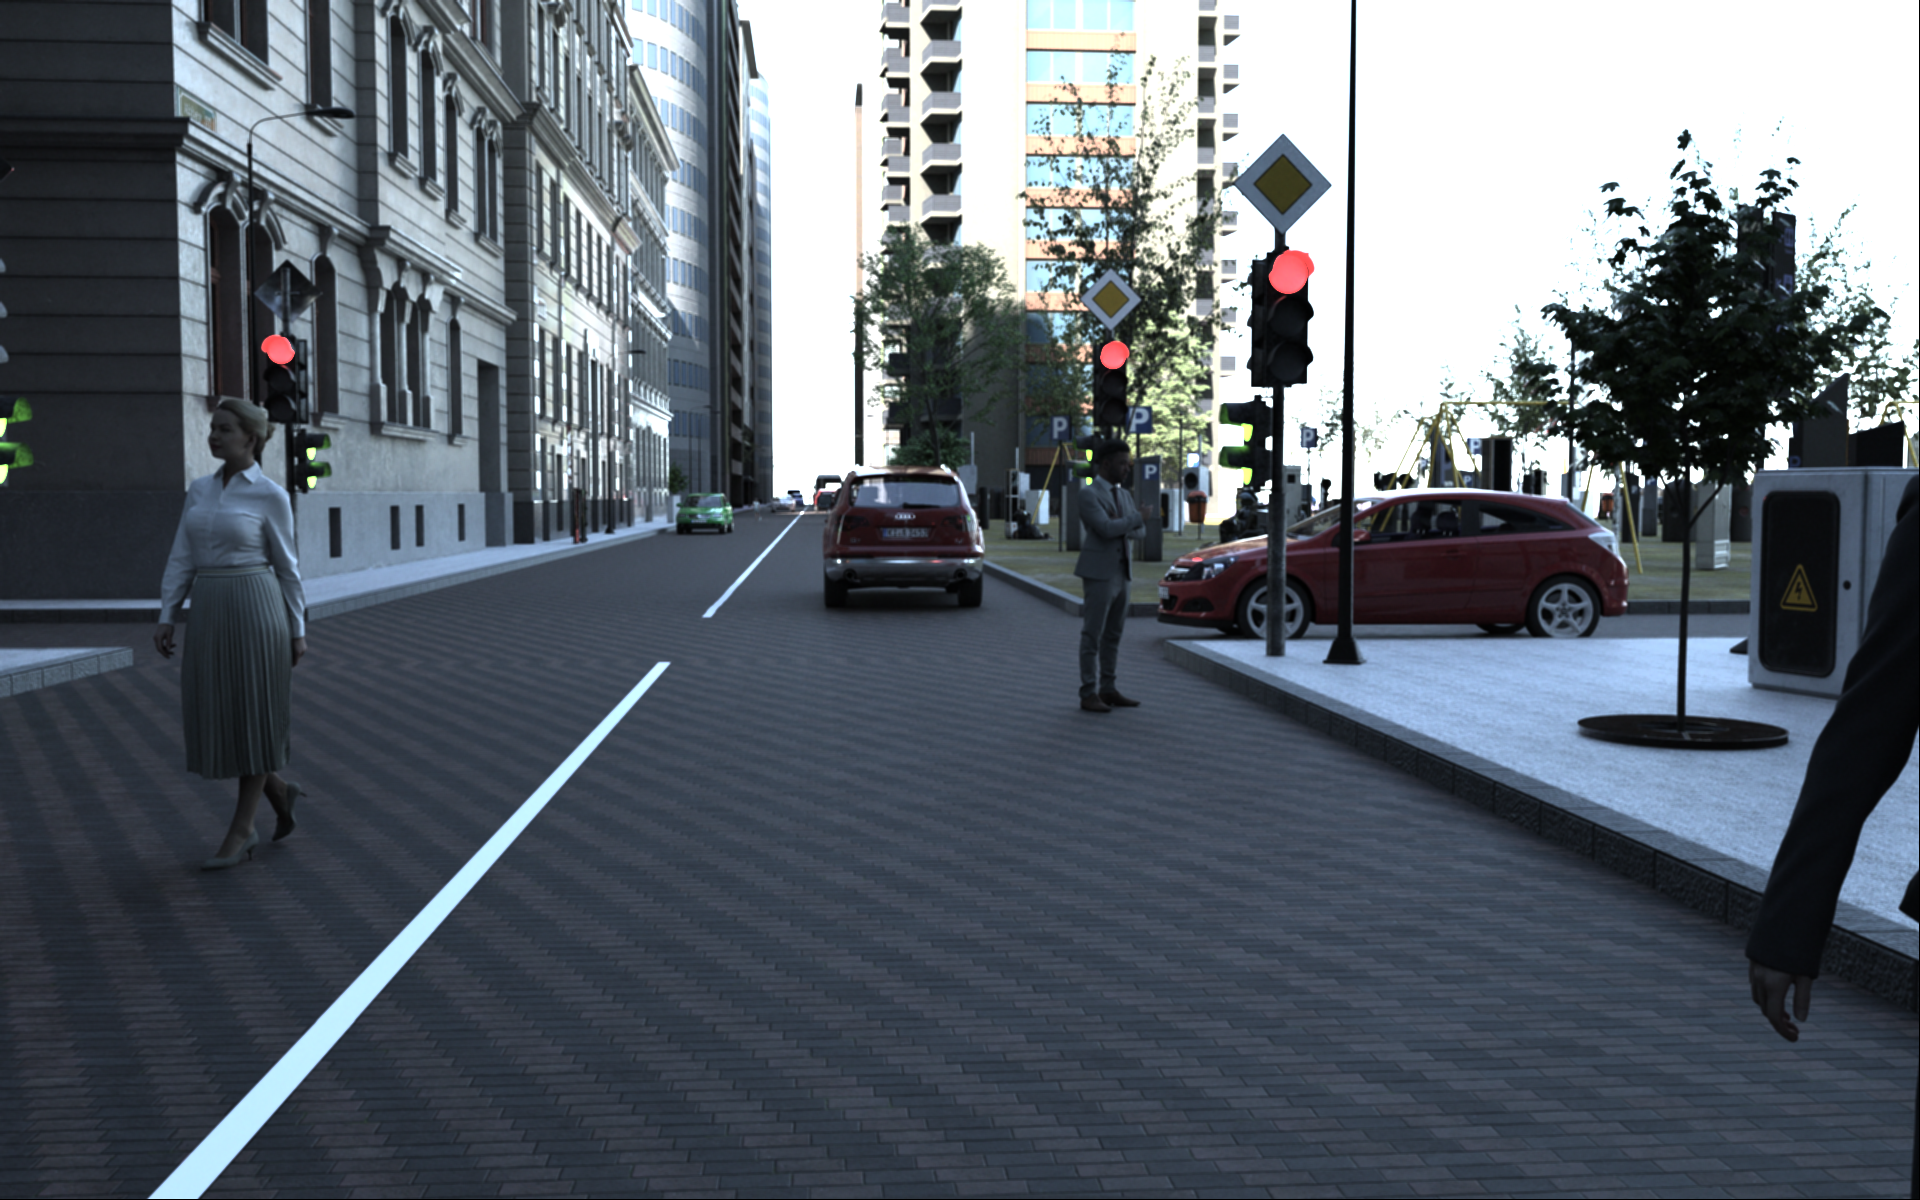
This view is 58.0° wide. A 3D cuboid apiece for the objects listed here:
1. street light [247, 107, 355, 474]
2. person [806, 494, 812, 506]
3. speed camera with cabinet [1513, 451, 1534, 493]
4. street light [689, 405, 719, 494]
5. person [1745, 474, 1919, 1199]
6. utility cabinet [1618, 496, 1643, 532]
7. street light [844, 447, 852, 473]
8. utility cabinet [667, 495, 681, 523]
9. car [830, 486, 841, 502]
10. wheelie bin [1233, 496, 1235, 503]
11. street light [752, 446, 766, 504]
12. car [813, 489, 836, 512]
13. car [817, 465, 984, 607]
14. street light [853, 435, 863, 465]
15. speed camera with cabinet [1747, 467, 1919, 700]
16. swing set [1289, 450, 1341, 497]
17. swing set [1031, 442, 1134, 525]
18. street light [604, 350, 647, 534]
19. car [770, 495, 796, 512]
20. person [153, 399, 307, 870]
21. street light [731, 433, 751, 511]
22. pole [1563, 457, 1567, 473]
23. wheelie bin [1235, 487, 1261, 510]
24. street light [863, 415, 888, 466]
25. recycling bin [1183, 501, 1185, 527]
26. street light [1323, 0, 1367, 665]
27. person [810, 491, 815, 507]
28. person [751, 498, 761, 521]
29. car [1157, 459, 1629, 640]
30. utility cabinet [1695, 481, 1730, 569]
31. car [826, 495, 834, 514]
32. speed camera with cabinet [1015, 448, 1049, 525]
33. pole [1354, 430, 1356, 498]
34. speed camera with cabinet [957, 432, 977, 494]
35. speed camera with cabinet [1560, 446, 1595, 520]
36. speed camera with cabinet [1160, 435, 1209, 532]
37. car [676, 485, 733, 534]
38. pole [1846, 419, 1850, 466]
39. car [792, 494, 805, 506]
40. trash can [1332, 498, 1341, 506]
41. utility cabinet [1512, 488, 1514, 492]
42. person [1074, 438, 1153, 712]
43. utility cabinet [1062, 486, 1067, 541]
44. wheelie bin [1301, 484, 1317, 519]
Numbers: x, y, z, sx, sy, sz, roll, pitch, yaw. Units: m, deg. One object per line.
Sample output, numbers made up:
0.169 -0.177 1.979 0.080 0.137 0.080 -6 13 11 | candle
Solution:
-7.959 -2.958 20.910 1.470 5.913 1.316 0 4 -5 | street light
-17.824 -11.824 205.088 1.065 1.426 0.557 3 5 44 | person
26.008 -5.212 79.547 2.038 3.252 0.660 -3 5 -42 | speed camera with cabinet
-13.587 -7.231 90.772 1.470 5.913 1.316 0 4 -5 | street light
1.291 0.420 2.060 0.576 1.772 0.534 -1 4 -16 | person
22.957 -2.927 59.024 1.020 1.237 0.306 -1 4 -14 | utility cabinet
-10.603 -12.249 172.805 1.470 5.913 1.316 0 4 -5 | street light
-12.689 -4.013 76.770 0.306 1.237 1.020 1 4 10 | utility cabinet
-5.129 -4.502 82.283 2.281 1.827 5.304 0 4 -5 | car
12.449 -4.163 75.973 0.980 1.594 0.693 1 4 19 | wheelie bin
-19.849 -11.941 167.770 1.470 5.913 1.316 0 4 -5 | street light
-10.479 -7.859 137.163 2.281 1.827 5.304 0 4 -6 | car
-0.819 -0.910 23.560 2.281 1.827 5.304 0 4 -3 | car
-7.606 -10.071 137.209 1.470 5.913 1.316 0 4 -5 | street light
5.778 -0.991 10.534 0.660 3.252 2.038 -1 4 -17 | speed camera with cabinet
13.322 -3.919 61.703 3.119 2.851 2.862 0 4 -2 | swing set
3.949 -3.360 52.557 2.862 2.851 3.119 -3 4 -38 | swing set
-10.784 -5.095 55.840 1.470 5.913 1.316 0 4 -5 | street light
-14.017 -7.644 137.339 2.083 1.381 4.827 0 4 -5 | car
-2.820 0.115 6.846 0.478 1.798 0.641 1 4 20 | person
-16.909 -9.766 132.217 1.470 5.913 1.316 0 4 -5 | street light
33.440 -6.235 95.778 0.158 3.312 0.155 0 3 0 | pole
10.394 -3.315 62.102 0.693 1.594 0.980 1 4 19 | wheelie bin
-4.801 -7.904 101.768 1.470 5.913 1.316 0 4 -5 | street light
8.156 -3.304 66.581 0.722 1.027 0.722 -3 5 -41 | recycling bin
2.391 -2.473 12.973 1.470 5.913 1.316 0 4 -5 | street light
-16.327 -11.278 192.981 0.705 1.814 1.350 1 4 20 | person
-10.999 -4.884 93.368 0.505 1.210 0.382 -1 4 -22 | person
4.172 -0.484 16.950 4.494 1.783 2.155 0 4 -3 | car
12.846 -1.274 29.509 0.318 1.500 1.173 2 4 35 | utility cabinet
-7.970 -6.302 115.399 2.083 1.381 4.827 0 4 -5 | car
2.954 -4.833 73.352 0.660 3.252 2.038 -2 4 -34 | speed camera with cabinet
12.576 -3.772 55.523 0.158 3.312 0.155 0 3 0 | pole
0.124 -3.770 55.975 0.660 3.252 2.038 0 4 -6 | speed camera with cabinet
25.614 -4.740 71.842 2.038 3.252 0.660 -3 5 -45 | speed camera with cabinet
7.387 -3.909 58.240 0.660 3.252 2.038 -3 5 -45 | speed camera with cabinet
-9.324 -3.339 63.391 1.959 1.807 4.718 0 4 -3 | car
23.934 -3.242 46.846 0.158 3.312 0.155 0 3 0 | pole
-18.967 -11.744 201.604 1.945 1.707 3.694 0 4 -6 | car
12.917 -2.863 58.467 0.748 1.137 0.748 0 3 0 | trash can
20.781 -3.570 67.054 1.173 1.500 0.318 0 4 7 | utility cabinet
1.035 -0.173 11.513 0.466 1.800 0.511 2 4 27 | person
3.308 -2.301 46.295 1.173 1.500 0.318 1 4 15 | utility cabinet
10.410 -2.752 52.903 0.980 1.594 0.693 1 4 13 | wheelie bin
